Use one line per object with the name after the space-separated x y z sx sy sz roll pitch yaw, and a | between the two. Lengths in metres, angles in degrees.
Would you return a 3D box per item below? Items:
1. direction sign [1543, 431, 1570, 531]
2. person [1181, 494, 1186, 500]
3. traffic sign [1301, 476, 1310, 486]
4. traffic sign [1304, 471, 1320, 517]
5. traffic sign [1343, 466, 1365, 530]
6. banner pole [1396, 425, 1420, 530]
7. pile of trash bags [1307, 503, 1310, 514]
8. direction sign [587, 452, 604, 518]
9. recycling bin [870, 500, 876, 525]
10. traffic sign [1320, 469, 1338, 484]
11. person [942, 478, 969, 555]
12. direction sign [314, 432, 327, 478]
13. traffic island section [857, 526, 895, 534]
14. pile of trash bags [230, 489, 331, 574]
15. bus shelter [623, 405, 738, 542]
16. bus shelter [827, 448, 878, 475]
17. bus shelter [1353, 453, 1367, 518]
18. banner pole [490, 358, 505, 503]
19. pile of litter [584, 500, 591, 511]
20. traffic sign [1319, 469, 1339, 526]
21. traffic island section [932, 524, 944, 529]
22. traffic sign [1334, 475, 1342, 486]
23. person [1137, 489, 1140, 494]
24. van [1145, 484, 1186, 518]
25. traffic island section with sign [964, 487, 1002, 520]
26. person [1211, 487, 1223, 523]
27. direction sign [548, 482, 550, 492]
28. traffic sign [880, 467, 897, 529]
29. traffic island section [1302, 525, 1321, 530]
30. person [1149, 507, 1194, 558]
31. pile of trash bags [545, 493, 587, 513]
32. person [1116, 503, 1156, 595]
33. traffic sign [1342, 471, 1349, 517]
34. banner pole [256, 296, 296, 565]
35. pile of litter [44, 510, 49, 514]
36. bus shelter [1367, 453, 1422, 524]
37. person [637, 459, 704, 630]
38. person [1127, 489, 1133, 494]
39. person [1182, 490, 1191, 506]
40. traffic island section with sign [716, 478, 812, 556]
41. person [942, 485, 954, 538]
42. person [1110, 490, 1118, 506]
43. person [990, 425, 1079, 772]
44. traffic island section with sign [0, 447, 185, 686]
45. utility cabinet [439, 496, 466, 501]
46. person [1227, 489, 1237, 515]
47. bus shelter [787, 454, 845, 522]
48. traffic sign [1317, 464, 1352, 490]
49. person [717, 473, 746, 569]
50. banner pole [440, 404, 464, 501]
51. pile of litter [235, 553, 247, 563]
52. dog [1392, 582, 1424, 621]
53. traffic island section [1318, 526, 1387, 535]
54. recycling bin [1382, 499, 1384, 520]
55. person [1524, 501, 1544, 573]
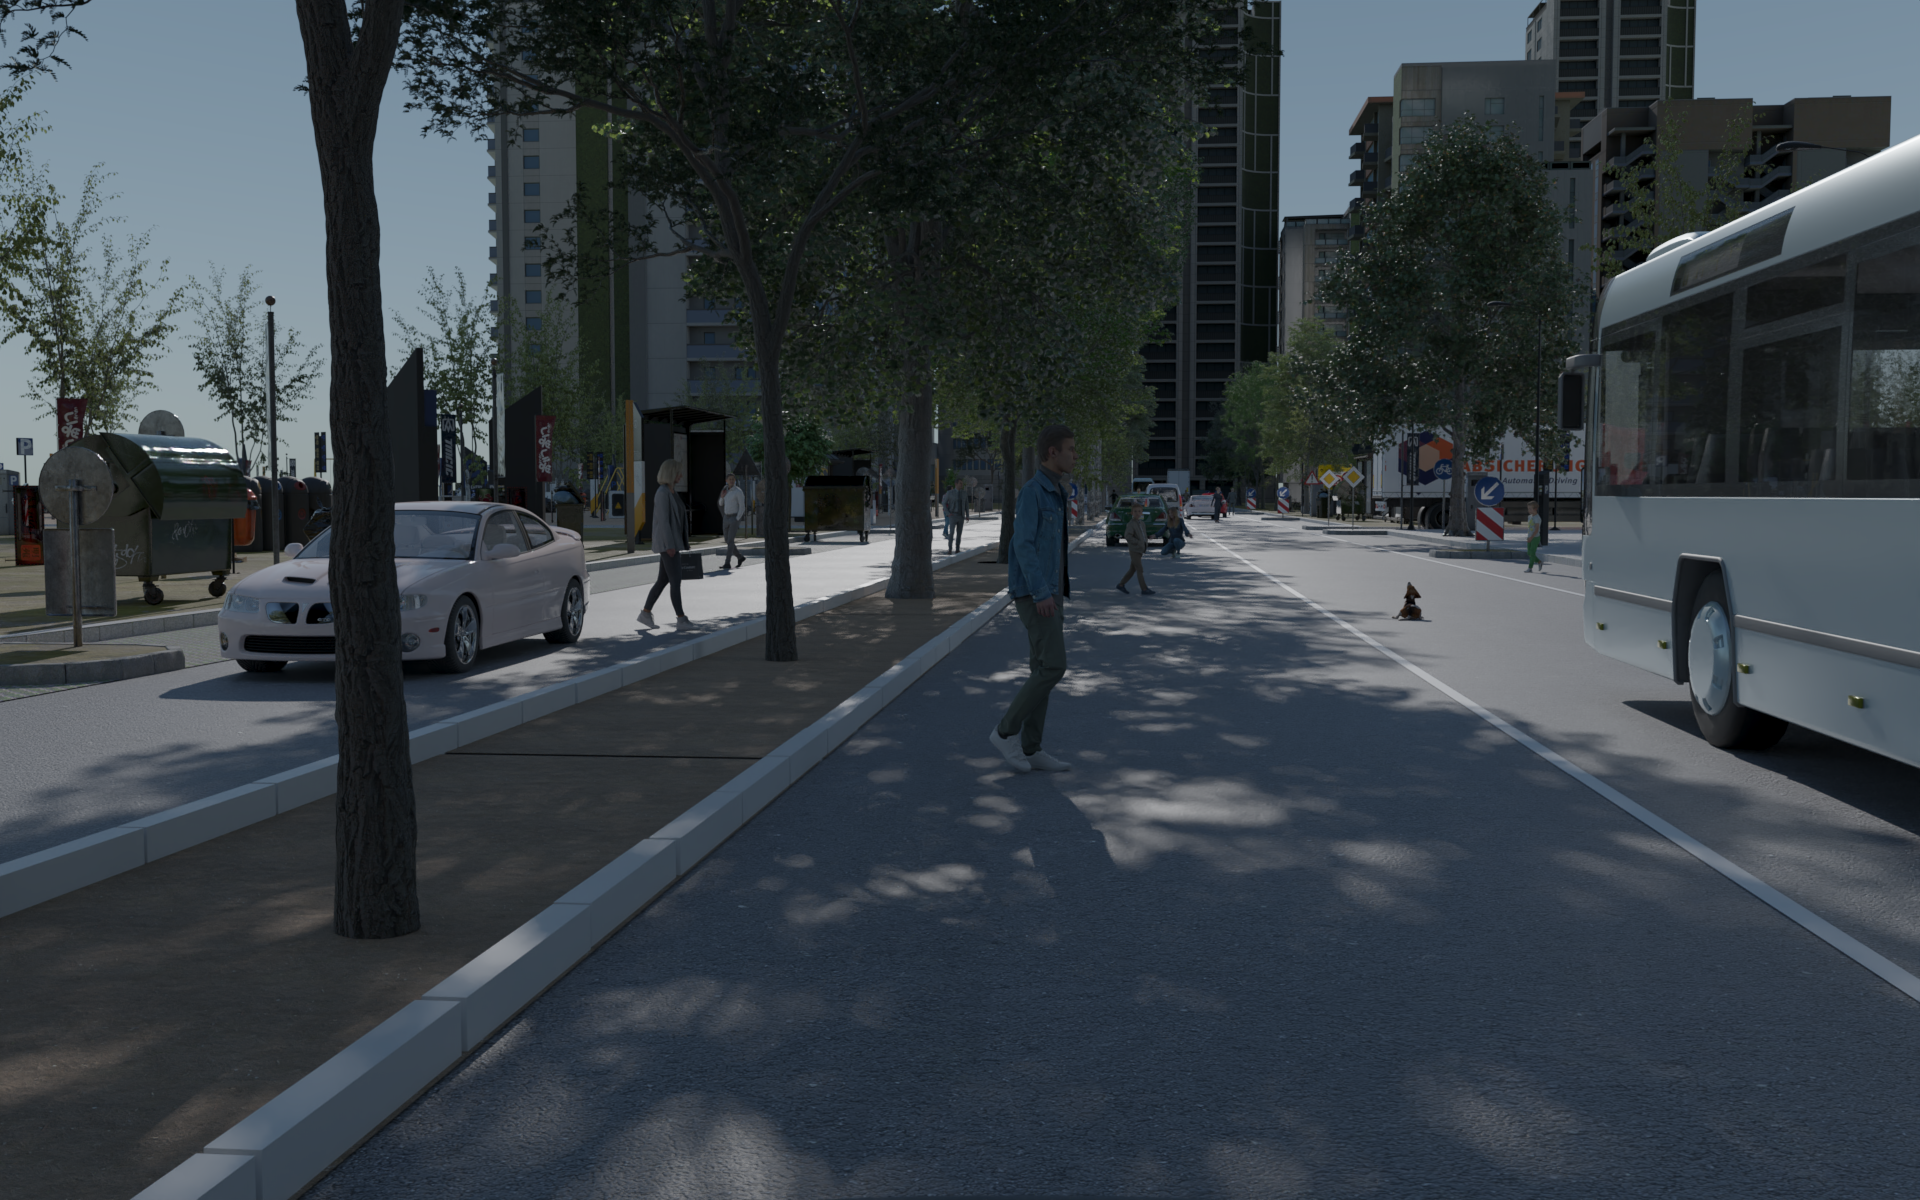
20.961 -4.215 60.913 0.876 3.537 0.379 1 4 17 | direction sign
19.052 -8.406 149.158 0.991 1.433 0.599 0 4 -5 | person
23.802 -7.266 118.904 0.768 2.556 0.104 1 4 8 | traffic sign
19.379 -5.833 95.370 0.884 2.594 0.081 1 4 12 | traffic sign
14.015 -3.553 61.732 0.795 2.450 0.064 0 4 6 | traffic sign
16.148 -4.426 62.375 0.863 3.779 0.401 0 4 -6 | banner pole
22.772 -6.019 108.160 1.912 1.369 3.447 0 4 5 | pile of trash bags
-19.523 -6.160 92.718 0.876 3.537 0.379 0 4 -5 | direction sign
-3.888 -3.615 71.663 0.722 1.027 0.722 0 4 6 | recycling bin
19.169 -5.507 90.042 0.884 2.594 0.081 1 4 14 | traffic sign
-0.082 -1.992 41.173 0.635 1.810 0.391 -2 4 -31 | person
-23.320 -4.356 63.216 0.876 3.537 0.379 3 5 44 | direction sign
-2.563 -2.523 63.529 2.009 0.180 2.903 0 4 6 | traffic island section
-10.295 -1.124 28.124 3.447 1.369 1.912 0 4 -2 | pile of trash bags
-7.798 -3.525 48.910 1.731 3.624 6.357 0 4 6 | bus shelter
-5.622 -6.122 91.374 1.731 3.624 6.357 0 4 6 | bus shelter
22.084 -6.969 91.569 2.179 5.291 8.768 0 4 6 | bus shelter
-8.469 -2.556 31.812 0.401 3.779 0.863 -2 4 -30 | banner pole
-28.376 -7.154 130.927 1.719 0.858 1.176 1 4 21 | pile of litter
14.839 -4.039 69.675 0.795 2.450 0.064 0 4 6 | traffic sign
-1.739 -3.009 71.471 2.009 0.180 2.903 0 4 6 | traffic island section
25.141 -7.059 115.526 0.768 2.556 0.104 0 4 7 | traffic sign
10.436 -5.545 99.838 0.731 1.740 0.598 0 4 -6 | person
8.332 -3.945 71.505 2.013 2.044 4.112 0 4 5 | van
1.123 -5.338 95.911 1.989 1.847 2.006 0 4 6 | traffic island section with sign
12.807 -4.739 86.399 0.534 1.772 0.576 3 5 42 | person
-35.247 -9.588 148.760 0.379 3.537 0.876 -2 4 -29 | direction sign
-2.539 -3.659 63.464 0.795 2.450 0.064 0 4 6 | traffic sign
14.863 -2.903 69.749 2.009 0.180 2.903 0 4 6 | traffic island section
4.834 -1.514 38.745 1.012 1.151 0.738 3 4 36 | person
-27.028 -6.637 118.267 3.447 1.369 1.912 1 4 18 | pile of trash bags
2.520 -0.730 24.703 0.640 1.303 0.475 2 4 25 | person
21.642 -5.895 96.483 0.768 2.556 0.104 1 4 16 | traffic sign
-8.806 -1.966 22.154 0.401 3.779 0.863 -2 4 -28 | banner pole
-60.037 -6.060 113.047 1.719 0.858 1.176 2 4 33 | pile of litter
20.011 -6.101 77.379 2.179 5.291 8.768 0 4 6 | bus shelter
-3.074 -0.593 18.372 0.728 1.800 0.709 0 4 8 | person
12.903 -7.452 130.439 0.767 1.812 0.694 -3 4 -38 | person
21.227 -9.433 162.732 1.348 1.823 0.705 1 4 11 | person
-4.580 -1.979 40.980 1.989 1.847 2.006 0 4 6 | traffic island section with sign
-0.410 -2.912 56.952 0.643 1.720 0.563 -2 4 -33 | person
14.780 -9.693 166.607 1.348 1.869 0.705 -2 4 -34 | person
0.388 -0.004 8.914 0.444 1.785 0.601 1 4 22 | person
-7.390 -0.317 13.803 1.989 1.847 2.006 0 4 6 | traffic island section with sign
-18.741 -3.226 63.901 1.020 1.237 0.306 -3 5 -43 | utility cabinet
18.190 -6.556 115.863 0.661 1.801 0.590 0 4 0 | person
-6.881 -5.357 81.515 2.014 3.302 5.546 0 4 6 | bus shelter
25.071 -7.464 115.904 2.265 3.308 0.079 1 4 9 | traffic sign
-4.407 -1.511 33.310 0.679 1.850 0.850 2 4 34 | person
-13.971 -3.538 47.863 0.401 3.779 0.863 3 5 44 | banner pole
-14.178 -1.139 32.595 1.719 0.858 1.176 3 5 42 | pile of litter
5.113 0.015 19.947 0.748 0.427 0.550 -3 4 -37 | dog
14.039 -2.418 61.807 2.009 0.180 2.903 0 4 6 | traffic island section
21.071 -4.395 84.406 0.722 1.027 0.722 -2 4 -27 | recycling bin
10.526 -1.160 31.718 0.590 1.304 0.306 -2 4 -35 | person
